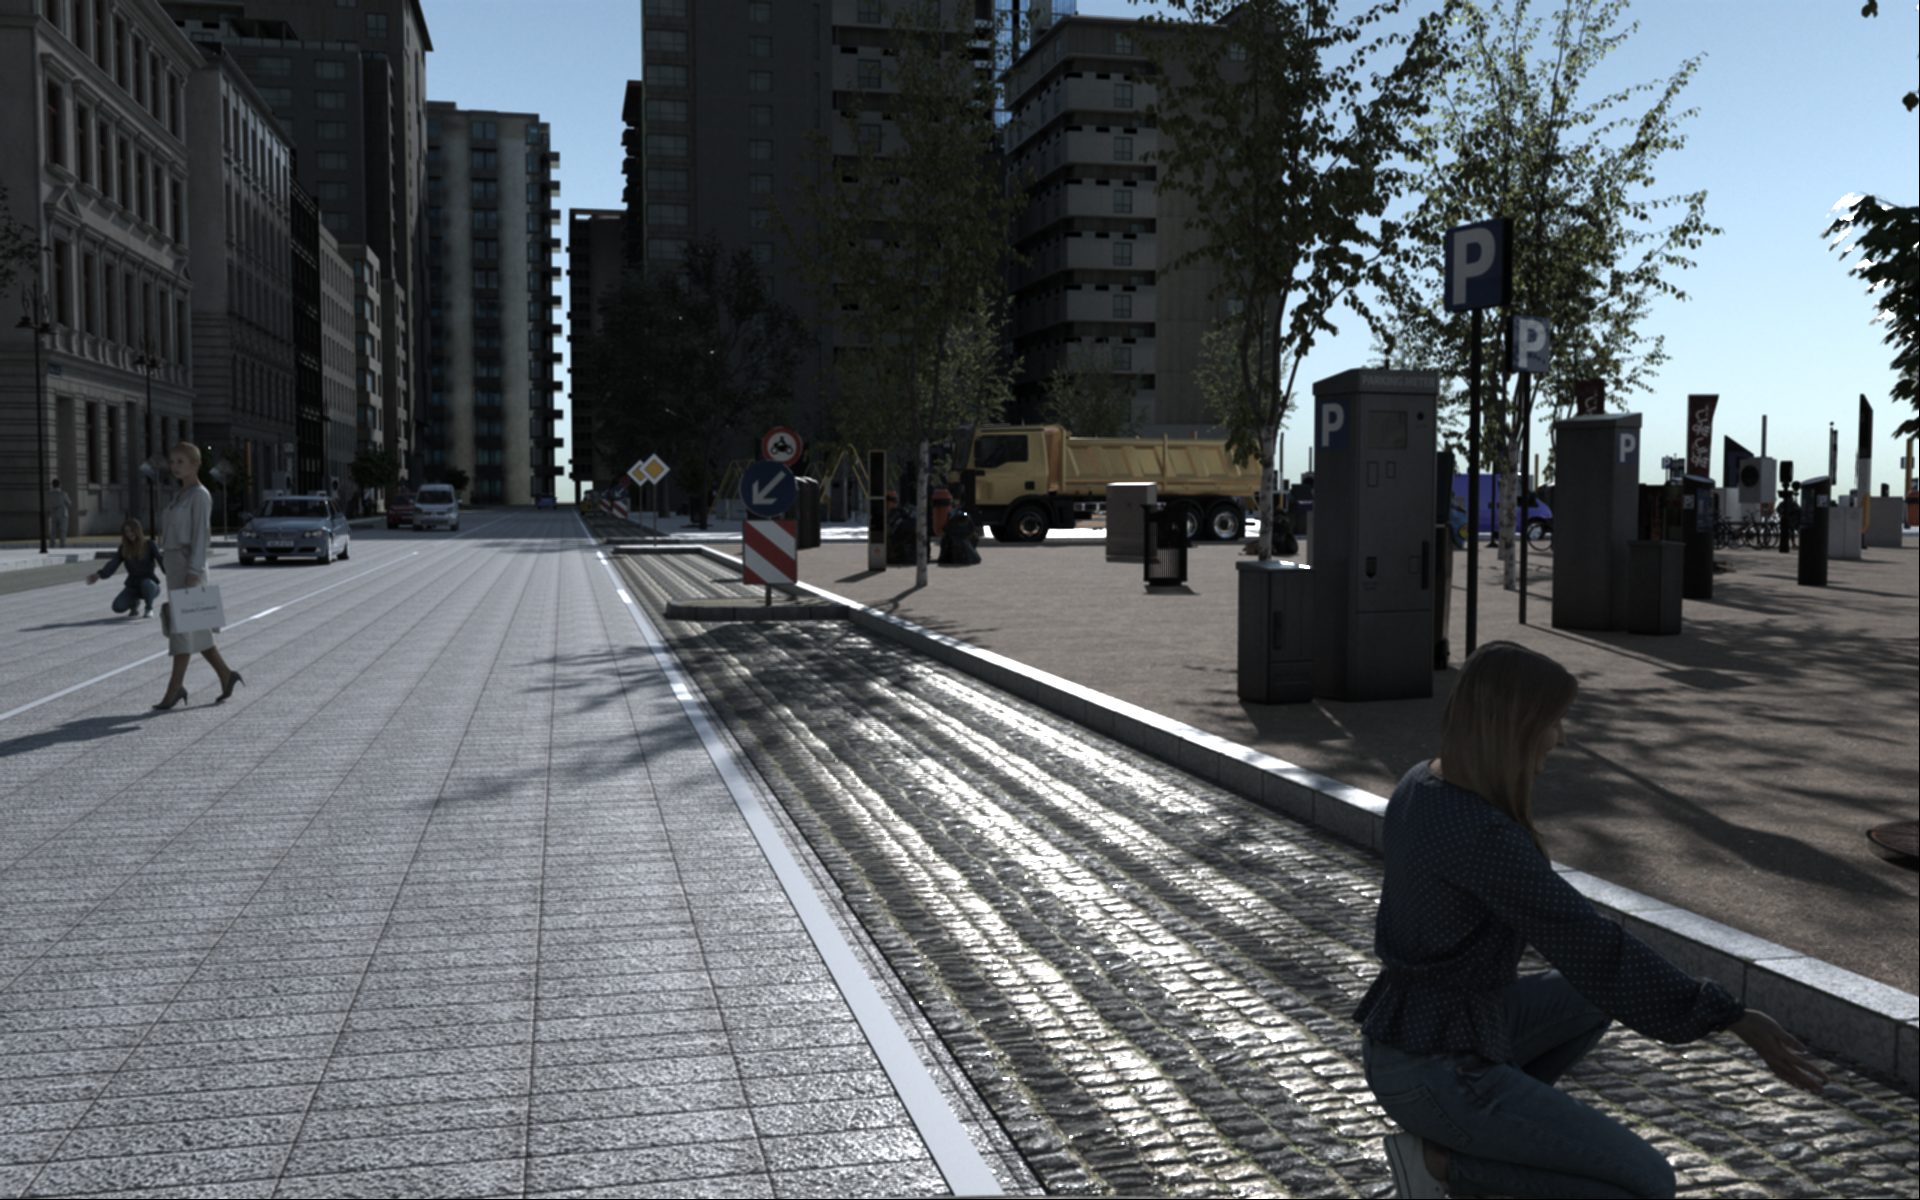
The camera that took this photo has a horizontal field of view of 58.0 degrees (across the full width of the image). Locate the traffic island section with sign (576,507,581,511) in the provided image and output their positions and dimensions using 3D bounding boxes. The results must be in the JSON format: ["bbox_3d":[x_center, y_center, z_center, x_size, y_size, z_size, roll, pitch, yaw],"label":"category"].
[{"bbox_3d":[-31.940,-8.621,149.577,1.989,1.847,2.006,-1,4,-13],"label":"traffic island section with sign"}]

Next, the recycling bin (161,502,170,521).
[{"bbox_3d":[-24.994,-2.620,55.390,0.722,1.027,0.722,1,4,16],"label":"recycling bin"}]

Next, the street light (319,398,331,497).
[{"bbox_3d":[-30.507,-6.766,83.413,0.468,5.910,1.993,-1,4,-13],"label":"street light"}]

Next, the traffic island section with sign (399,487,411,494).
[{"bbox_3d":[-31.576,-5.511,98.739,1.989,1.847,2.006,-1,4,-13],"label":"traffic island section with sign"}]

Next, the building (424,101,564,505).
[{"bbox_3d":[-64.769,-36.337,213.723,30.456,49.044,23.786,-1,4,-13],"label":"building"}]

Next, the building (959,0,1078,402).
[{"bbox_3d":[3.436,-55.951,227.472,31.000,86.520,22.319,-1,4,-13],"label":"building"}]

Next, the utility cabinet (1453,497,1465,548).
[{"bbox_3d":[11.469,-1.842,41.285,1.020,1.237,0.306,0,4,-3],"label":"utility cabinet"}]

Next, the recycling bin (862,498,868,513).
[{"bbox_3d":[-6.319,-6.517,119.106,0.722,1.027,0.722,-2,4,-28],"label":"recycling bin"}]

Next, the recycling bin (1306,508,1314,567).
[{"bbox_3d":[5.636,-0.809,25.787,0.722,1.027,0.722,3,5,39],"label":"recycling bin"}]

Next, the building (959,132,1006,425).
[{"bbox_3d":[-3.203,-31.376,196.596,14.086,41.232,14.154,-1,4,-13],"label":"building"}]

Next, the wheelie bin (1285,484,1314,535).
[{"bbox_3d":[10.662,-2.845,54.430,0.980,1.594,0.693,-1,4,-18],"label":"wheelie bin"}]

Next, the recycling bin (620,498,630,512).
[{"bbox_3d":[-23.664,-6.712,122.297,0.722,1.027,0.722,-1,4,-11],"label":"recycling bin"}]

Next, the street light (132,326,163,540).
[{"bbox_3d":[-22.389,-4.592,47.863,0.468,5.910,1.993,-1,4,-13],"label":"street light"}]

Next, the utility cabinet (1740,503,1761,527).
[{"bbox_3d":[30.371,-3.556,66.813,0.318,1.500,1.173,-1,4,-20],"label":"utility cabinet"}]

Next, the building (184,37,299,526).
[{"bbox_3d":[-35.633,-13.895,76.340,9.793,20.994,18.267,-1,4,-13],"label":"building"}]

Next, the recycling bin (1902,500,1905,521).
[{"bbox_3d":[42.636,-3.975,77.553,0.722,1.027,0.722,-1,4,-13],"label":"recycling bin"}]

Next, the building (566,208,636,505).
[{"bbox_3d":[-38.498,-32.545,223.996,23.993,40.220,32.217,-1,4,-13],"label":"building"}]

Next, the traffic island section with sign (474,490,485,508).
[{"bbox_3d":[-48.612,-10.073,173.317,1.989,1.847,2.006,-1,4,-13],"label":"traffic island section with sign"}]

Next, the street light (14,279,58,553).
[{"bbox_3d":[-19.917,-3.956,37.470,0.468,5.910,1.993,-1,4,-13],"label":"street light"}]

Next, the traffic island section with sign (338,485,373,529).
[{"bbox_3d":[-25.403,-3.859,71.726,1.989,1.847,2.006,-1,4,-13],"label":"traffic island section with sign"}]

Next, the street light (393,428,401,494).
[{"bbox_3d":[-38.455,-8.907,118.423,0.468,5.910,1.993,-1,4,-13],"label":"street light"}]

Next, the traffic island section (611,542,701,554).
[{"bbox_3d":[-7.439,-1.230,42.384,2.009,0.180,2.903,-1,4,-13],"label":"traffic island section"}]

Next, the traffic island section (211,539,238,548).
[{"bbox_3d":[-20.227,-1.553,47.668,2.009,0.180,2.903,-1,4,-13],"label":"traffic island section"}]

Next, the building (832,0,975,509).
[{"bbox_3d":[-14.131,-34.758,157.530,28.713,52.752,27.495,-1,4,-13],"label":"building"}]

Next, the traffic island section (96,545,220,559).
[{"bbox_3d":[-18.448,-1.077,39.883,2.009,0.180,2.903,-1,4,-13],"label":"traffic island section"}]

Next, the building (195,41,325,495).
[{"bbox_3d":[-41.655,-16.066,92.351,12.332,23.373,15.834,-1,4,-13],"label":"building"}]

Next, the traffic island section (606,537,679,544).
[{"bbox_3d":[-9.218,-1.706,50.169,2.009,0.180,2.903,-1,4,-13],"label":"traffic island section"}]

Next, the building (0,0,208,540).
[{"bbox_3d":[-32.748,-13.488,56.689,11.583,22.565,21.152,-1,4,-13],"label":"building"}]

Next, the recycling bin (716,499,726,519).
[{"bbox_3d":[-11.968,-4.633,88.307,0.722,1.027,0.722,2,4,31],"label":"recycling bin"}]

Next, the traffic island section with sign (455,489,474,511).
[{"bbox_3d":[-42.580,-8.460,146.953,1.989,1.847,2.006,-1,4,-13],"label":"traffic island section with sign"}]

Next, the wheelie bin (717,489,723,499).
[{"bbox_3d":[-15.798,-6.366,111.994,0.980,1.594,0.693,2,4,31],"label":"wheelie bin"}]

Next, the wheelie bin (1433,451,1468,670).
[{"bbox_3d":[3.308,-0.306,12.904,0.980,1.594,0.693,1,4,21],"label":"wheelie bin"}]

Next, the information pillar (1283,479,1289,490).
[{"bbox_3d":[16.346,-5.036,86.838,0.304,2.012,0.304,1,4,9],"label":"information pillar"}]

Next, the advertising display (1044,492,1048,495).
[{"bbox_3d":[3.670,-3.750,66.518,0.974,1.923,0.123,-1,4,-22],"label":"advertising display"}]

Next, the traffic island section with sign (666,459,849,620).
[{"bbox_3d":[-2.454,-0.725,20.485,1.989,1.847,2.006,-1,4,-13],"label":"traffic island section with sign"}]

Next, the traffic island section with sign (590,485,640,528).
[{"bbox_3d":[-14.725,-4.014,74.253,1.989,1.847,2.006,-1,4,-13],"label":"traffic island section with sign"}]

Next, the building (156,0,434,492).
[{"bbox_3d":[-67.870,-35.771,174.088,27.495,52.752,28.713,-1,4,-13],"label":"building"}]

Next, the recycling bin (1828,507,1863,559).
[{"bbox_3d":[17.334,-1.330,34.295,0.722,1.027,0.722,0,4,1],"label":"recycling bin"}]

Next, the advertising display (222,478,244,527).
[{"bbox_3d":[-28.369,-3.816,67.603,0.974,1.923,0.123,1,4,22],"label":"advertising display"}]

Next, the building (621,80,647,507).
[{"bbox_3d":[-24.442,-32.404,184.431,22.147,44.769,28.867,-1,4,-13],"label":"building"}]

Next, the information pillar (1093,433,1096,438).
[{"bbox_3d":[5.253,-4.636,67.156,0.183,3.616,0.504,1,4,16],"label":"information pillar"}]

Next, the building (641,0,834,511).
[{"bbox_3d":[-17.723,-27.650,135.668,14.154,41.232,14.086,-1,4,-13],"label":"building"}]

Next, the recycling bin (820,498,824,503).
[{"bbox_3d":[-8.648,-5.804,107.447,0.722,1.027,0.722,-1,4,-10],"label":"recycling bin"}]

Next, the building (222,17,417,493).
[{"bbox_3d":[-56.273,-28.710,152.998,14.154,41.232,14.086,-1,4,-13],"label":"building"}]

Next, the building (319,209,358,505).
[{"bbox_3d":[-44.344,-15.524,108.568,10.420,20.320,16.860,-1,4,-13],"label":"building"}]

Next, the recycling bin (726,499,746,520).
[{"bbox_3d":[-10.886,-4.415,84.744,0.722,1.027,0.722,-1,4,-19],"label":"recycling bin"}]

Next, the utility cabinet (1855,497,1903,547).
[{"bbox_3d":[22.543,-1.918,42.529,1.020,1.237,0.306,1,4,17],"label":"utility cabinet"}]

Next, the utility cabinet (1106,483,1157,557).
[{"bbox_3d":[3.449,-1.610,35.007,0.318,1.500,1.173,-3,4,-38],"label":"utility cabinet"}]

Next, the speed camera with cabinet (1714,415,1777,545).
[{"bbox_3d":[19.690,-3.037,43.993,0.660,3.252,2.038,-2,4,-24],"label":"speed camera with cabinet"}]

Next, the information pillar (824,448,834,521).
[{"bbox_3d":[-6.194,-5.557,82.208,0.504,3.616,0.183,0,4,2],"label":"information pillar"}]

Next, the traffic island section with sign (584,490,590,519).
[{"bbox_3d":[-20.791,-5.638,100.801,1.989,1.847,2.006,-1,4,-13],"label":"traffic island section with sign"}]

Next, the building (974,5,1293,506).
[{"bbox_3d":[18.593,-36.999,194.176,27.495,52.752,28.713,-1,4,-13],"label":"building"}]

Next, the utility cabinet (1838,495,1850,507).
[{"bbox_3d":[52.875,-5.632,103.244,1.020,1.237,0.306,-1,4,-13],"label":"utility cabinet"}]

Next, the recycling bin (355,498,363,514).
[{"bbox_3d":[-37.805,-5.905,109.105,0.722,1.027,0.722,-3,4,-36],"label":"recycling bin"}]

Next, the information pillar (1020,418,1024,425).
[{"bbox_3d":[1.925,-3.806,53.576,0.183,3.616,0.504,1,4,10],"label":"information pillar"}]

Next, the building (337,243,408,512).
[{"bbox_3d":[-57.669,-17.495,131.080,27.650,21.520,28.899,-1,4,-13],"label":"building"}]

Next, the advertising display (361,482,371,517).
[{"bbox_3d":[-33.118,-5.588,96.570,0.123,1.923,0.974,0,4,3],"label":"advertising display"}]

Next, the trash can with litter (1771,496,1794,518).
[{"bbox_3d":[45.015,-5.126,94.864,1.678,1.210,2.233,-3,5,-43],"label":"trash can with litter"}]
